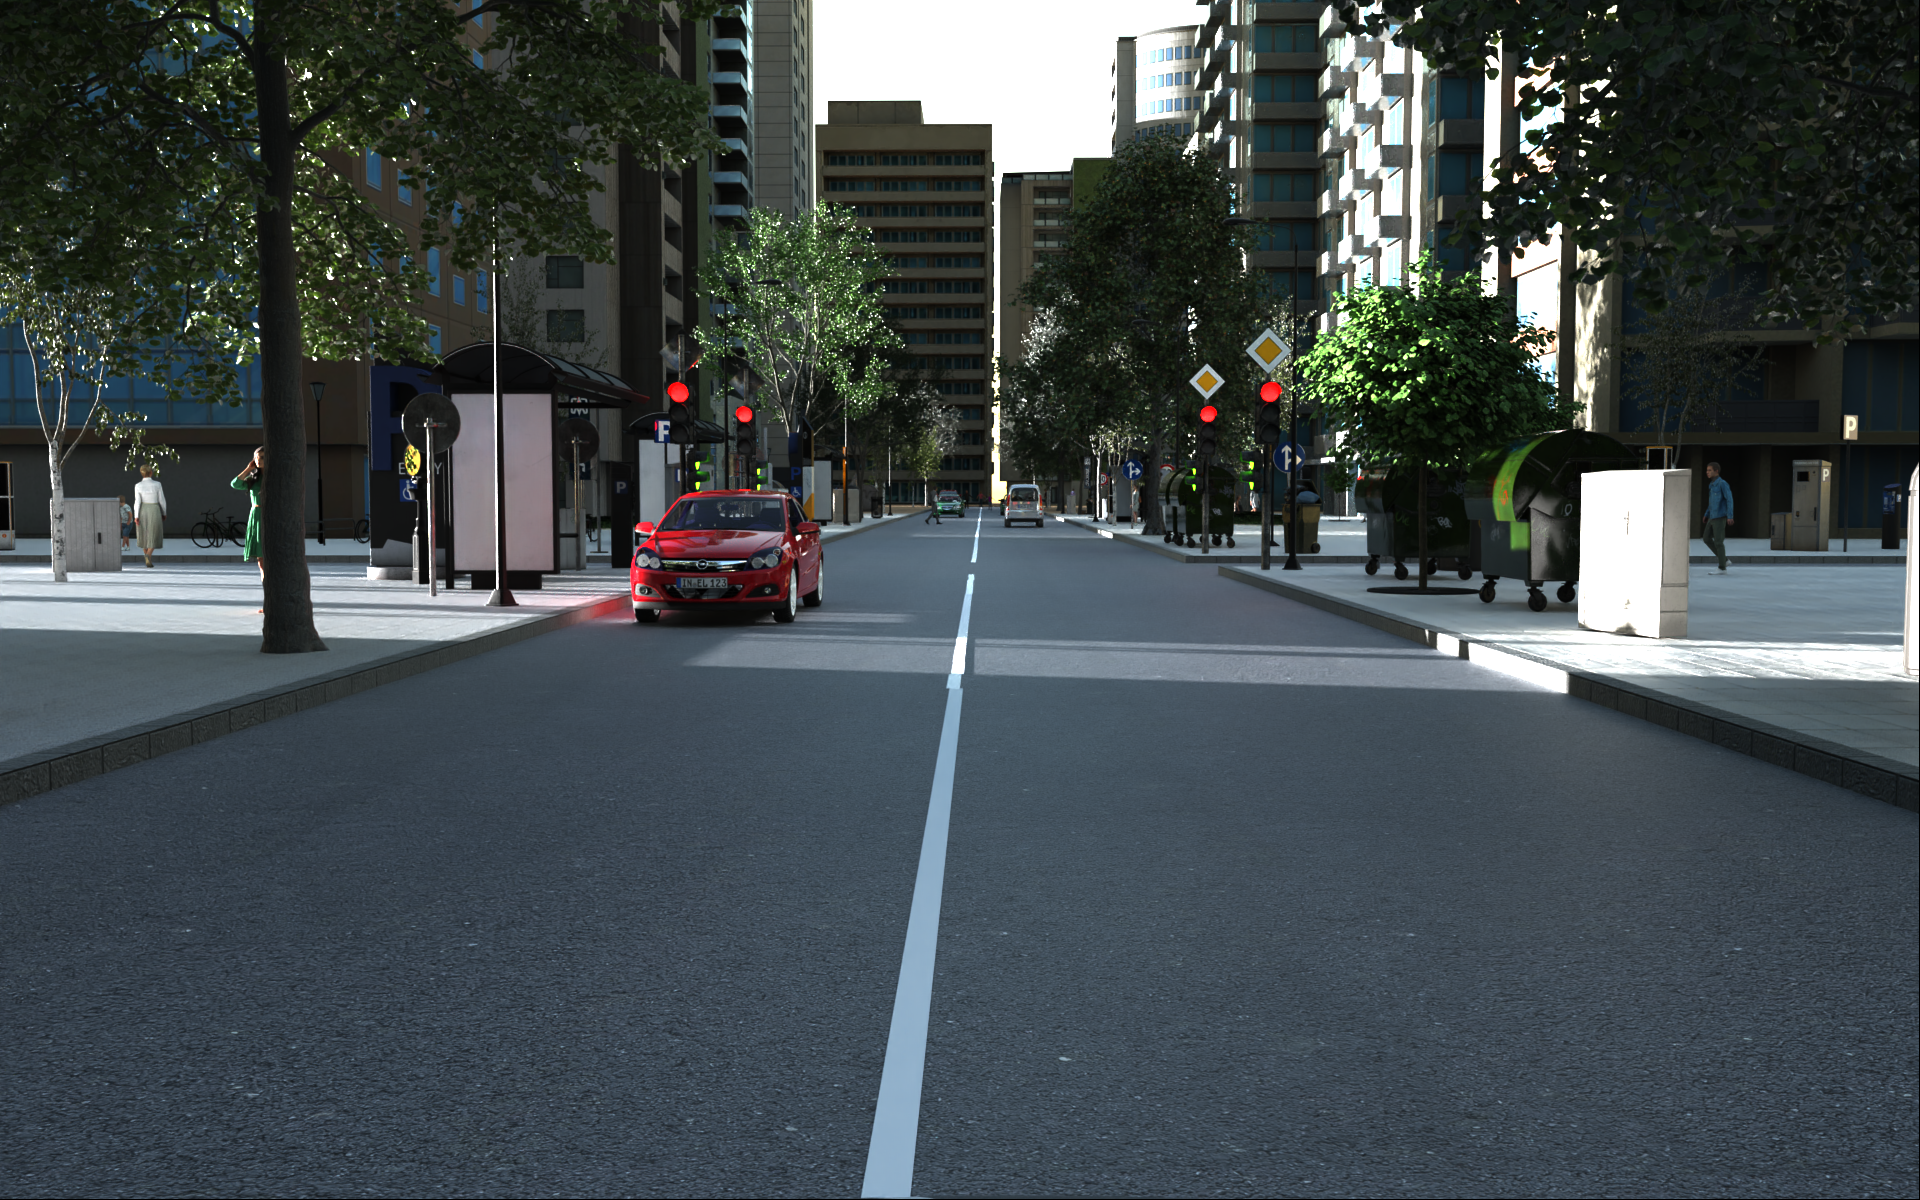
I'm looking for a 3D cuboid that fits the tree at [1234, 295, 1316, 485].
[{"bbox_3d":[11.386,-6.986,64.579,4.360,8.622,3.978,0,3,0],"label":"tree"}]

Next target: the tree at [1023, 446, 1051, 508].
[{"bbox_3d":[7.735,-12.642,157.056,4.360,8.622,3.978,0,3,0],"label":"tree"}]

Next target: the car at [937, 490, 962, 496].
[{"bbox_3d":[-0.999,-8.803,152.608,2.281,1.827,5.304,0,4,-1],"label":"car"}]

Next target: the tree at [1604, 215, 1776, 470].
[{"bbox_3d":[18.585,-5.772,44.741,4.360,8.622,3.978,0,3,0],"label":"tree"}]

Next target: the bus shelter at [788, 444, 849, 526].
[{"bbox_3d":[-5.859,-4.786,72.175,2.014,3.302,5.546,0,4,1],"label":"bus shelter"}]

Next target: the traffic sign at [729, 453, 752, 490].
[{"bbox_3d":[-5.456,-2.505,43.086,0.606,2.300,0.079,1,4,8],"label":"traffic sign"}]

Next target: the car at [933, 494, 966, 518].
[{"bbox_3d":[-0.681,-5.753,105.857,2.131,1.459,4.920,0,4,2],"label":"car"}]

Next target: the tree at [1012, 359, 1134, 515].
[{"bbox_3d":[7.426,-10.533,106.622,8.767,10.594,7.601,0,4,-6],"label":"tree"}]

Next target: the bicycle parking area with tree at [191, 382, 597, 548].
[{"bbox_3d":[-13.963,-3.473,43.781,8.231,4.147,9.016,2,4,25],"label":"bicycle parking area with tree"}]

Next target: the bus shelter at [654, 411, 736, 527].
[{"bbox_3d":[-7.239,-3.136,45.199,2.014,3.302,5.546,0,4,1],"label":"bus shelter"}]

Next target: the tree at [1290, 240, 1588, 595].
[{"bbox_3d":[6.062,-2.382,22.663,4.285,4.588,4.351,0,3,0],"label":"tree"}]

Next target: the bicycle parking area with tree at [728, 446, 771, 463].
[{"bbox_3d":[-12.745,-7.242,105.408,9.016,4.147,8.231,2,4,35],"label":"bicycle parking area with tree"}]

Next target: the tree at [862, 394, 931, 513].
[{"bbox_3d":[-5.001,-10.059,114.820,4.737,8.622,4.395,0,3,0],"label":"tree"}]

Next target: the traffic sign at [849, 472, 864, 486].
[{"bbox_3d":[-6.072,-6.233,101.914,0.884,2.594,0.081,0,4,4],"label":"traffic sign"}]

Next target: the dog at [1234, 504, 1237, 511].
[{"bbox_3d":[15.520,-5.129,98.234,0.800,0.831,0.513,-3,5,-44],"label":"dog"}]

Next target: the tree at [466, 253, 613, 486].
[{"bbox_3d":[-12.674,-6.170,51.247,4.360,8.622,3.978,0,3,0],"label":"tree"}]

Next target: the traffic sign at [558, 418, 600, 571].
[{"bbox_3d":[-6.387,-1.761,28.901,0.768,2.556,0.104,0,4,2],"label":"traffic sign"}]

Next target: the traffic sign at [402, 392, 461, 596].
[{"bbox_3d":[-6.641,-1.324,21.756,0.768,2.556,0.104,0,4,7],"label":"traffic sign"}]

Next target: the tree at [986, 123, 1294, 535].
[{"bbox_3d":[6.054,-8.371,53.870,9.611,12.733,9.660,0,3,0],"label":"tree"}]

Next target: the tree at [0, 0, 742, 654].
[{"bbox_3d":[-5.332,-5.823,13.341,7.486,12.596,7.792,0,3,0],"label":"tree"}]

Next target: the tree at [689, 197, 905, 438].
[{"bbox_3d":[-5.835,-8.315,61.713,9.928,11.665,9.643,0,3,0],"label":"tree"}]

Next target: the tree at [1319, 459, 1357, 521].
[{"bbox_3d":[17.938,-5.303,81.311,1.663,3.219,1.824,0,3,0],"label":"tree"}]

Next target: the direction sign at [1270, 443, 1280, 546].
[{"bbox_3d":[7.682,-3.090,42.524,0.379,3.537,0.876,0,4,-3],"label":"direction sign"}]

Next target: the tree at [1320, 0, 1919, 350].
[{"bbox_3d":[5.755,-6.264,9.068,9.857,13.997,8.962,0,3,0],"label":"tree"}]

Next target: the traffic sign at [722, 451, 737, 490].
[{"bbox_3d":[-6.663,-3.116,51.059,0.768,2.556,0.104,1,4,9],"label":"traffic sign"}]

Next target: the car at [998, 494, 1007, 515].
[{"bbox_3d":[3.641,-6.459,117.406,2.131,1.459,4.920,0,4,1],"label":"car"}]

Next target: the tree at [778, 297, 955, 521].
[{"bbox_3d":[-4.524,-8.998,81.530,7.601,10.594,8.767,2,4,32],"label":"tree"}]

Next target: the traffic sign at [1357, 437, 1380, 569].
[{"bbox_3d":[7.170,-1.807,29.655,0.768,2.556,0.104,1,4,8],"label":"traffic sign"}]

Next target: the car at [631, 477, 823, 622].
[{"bbox_3d":[-2.699,-0.713,20.691,2.155,1.783,4.494,0,4,2],"label":"car"}]

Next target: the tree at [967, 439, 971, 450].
[{"bbox_3d":[7.715,-16.450,179.332,12.009,13.543,11.850,0,3,0],"label":"tree"}]

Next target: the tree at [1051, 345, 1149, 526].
[{"bbox_3d":[6.135,-7.245,68.814,4.360,8.622,3.978,0,3,0],"label":"tree"}]

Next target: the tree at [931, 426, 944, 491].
[{"bbox_3d":[-4.369,-13.307,167.929,4.737,8.622,4.395,0,3,0],"label":"tree"}]

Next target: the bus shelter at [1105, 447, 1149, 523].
[{"bbox_3d":[7.600,-5.084,77.053,2.014,3.302,5.546,0,4,1],"label":"bus shelter"}]

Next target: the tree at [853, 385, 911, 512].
[{"bbox_3d":[-4.988,-9.640,107.976,4.360,8.622,3.978,0,3,0],"label":"tree"}]

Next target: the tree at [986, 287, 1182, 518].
[{"bbox_3d":[7.532,-11.208,93.613,12.009,13.543,11.850,0,3,0],"label":"tree"}]

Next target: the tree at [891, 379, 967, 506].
[{"bbox_3d":[-3.634,-16.723,183.783,12.009,13.543,11.850,0,3,0],"label":"tree"}]

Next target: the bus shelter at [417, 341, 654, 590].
[{"bbox_3d":[-6.135,-1.945,25.721,2.014,3.302,5.546,0,4,1],"label":"bus shelter"}]

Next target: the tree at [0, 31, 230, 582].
[{"bbox_3d":[-12.991,-4.563,24.962,4.360,8.622,3.978,0,3,0],"label":"tree"}]

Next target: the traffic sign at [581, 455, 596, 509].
[{"bbox_3d":[-8.307,-2.326,38.138,0.768,2.556,0.104,0,4,8],"label":"traffic sign"}]

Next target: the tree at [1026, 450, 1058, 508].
[{"bbox_3d":[8.461,-13.058,163.855,4.737,8.622,4.395,0,3,0],"label":"tree"}]
